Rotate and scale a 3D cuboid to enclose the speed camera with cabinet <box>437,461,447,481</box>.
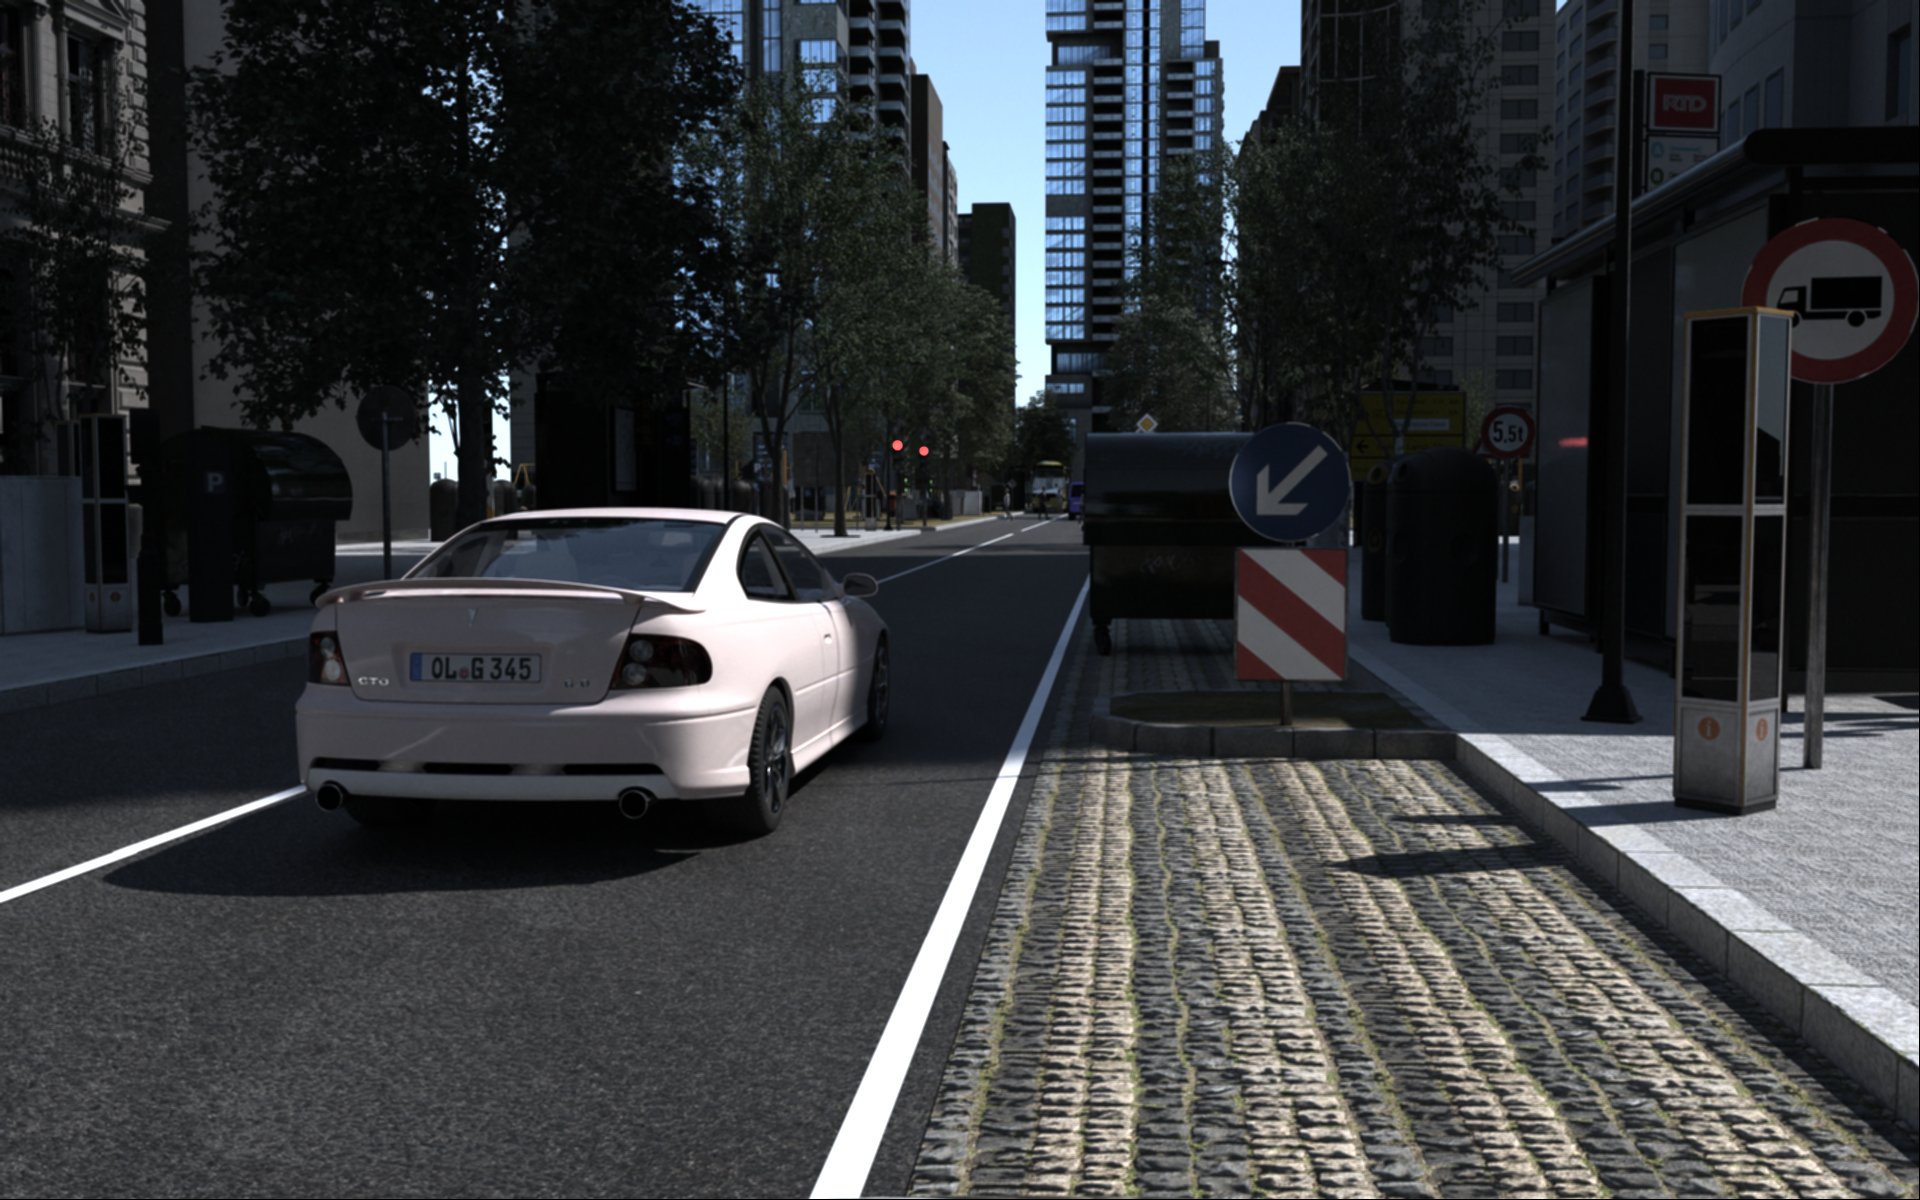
[{"bbox_3d":[-30.595,-6.758,104.822,0.660,3.252,2.038,3,5,43],"label":"speed camera with cabinet"}]

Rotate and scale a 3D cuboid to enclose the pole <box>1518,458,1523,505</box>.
[{"bbox_3d":[28.106,-5.693,86.931,0.158,3.312,0.155,0,3,0],"label":"pole"}]

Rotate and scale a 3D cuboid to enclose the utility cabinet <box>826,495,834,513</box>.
[{"bbox_3d":[-8.665,-6.529,117.909,1.020,1.237,0.306,2,4,35],"label":"utility cabinet"}]

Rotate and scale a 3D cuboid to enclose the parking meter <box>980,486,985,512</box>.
[{"bbox_3d":[1.576,-7.160,122.769,0.399,1.863,0.255,3,5,42],"label":"parking meter"}]

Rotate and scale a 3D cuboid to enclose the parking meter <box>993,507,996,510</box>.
[{"bbox_3d":[2.680,-7.962,138.585,0.372,1.533,0.369,0,3,0],"label":"parking meter"}]

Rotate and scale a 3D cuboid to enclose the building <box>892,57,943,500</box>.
[{"bbox_3d":[-9.409,-32.566,182.561,14.600,45.320,14.200,0,4,5],"label":"building"}]

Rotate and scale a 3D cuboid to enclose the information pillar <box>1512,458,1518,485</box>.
[{"bbox_3d":[33.272,-6.863,103.559,0.504,3.616,0.183,0,4,-3],"label":"information pillar"}]

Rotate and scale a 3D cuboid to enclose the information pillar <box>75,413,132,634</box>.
[{"bbox_3d":[-7.883,-0.703,15.980,0.304,2.012,0.304,3,4,38],"label":"information pillar"}]

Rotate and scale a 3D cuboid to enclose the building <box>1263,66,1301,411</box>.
[{"bbox_3d":[42.452,-31.865,175.610,22.147,44.769,28.867,0,4,5],"label":"building"}]

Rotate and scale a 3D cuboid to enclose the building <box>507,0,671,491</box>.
[{"bbox_3d":[-39.312,-46.694,201.692,20.611,71.187,20.563,0,4,5],"label":"building"}]

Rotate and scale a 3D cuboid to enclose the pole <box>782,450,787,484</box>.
[{"bbox_3d":[-8.103,-5.272,80.039,0.158,3.312,0.155,0,3,0],"label":"pole"}]

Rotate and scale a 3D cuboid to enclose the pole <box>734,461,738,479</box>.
[{"bbox_3d":[-13.796,-6.906,106.763,0.158,3.312,0.155,0,3,0],"label":"pole"}]

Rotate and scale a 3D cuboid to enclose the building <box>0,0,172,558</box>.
[{"bbox_3d":[-22.185,-12.069,26.200,11.050,23.489,19.941,0,4,5],"label":"building"}]

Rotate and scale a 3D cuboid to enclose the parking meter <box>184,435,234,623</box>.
[{"bbox_3d":[-7.520,-0.714,17.382,0.255,1.863,0.399,3,4,37],"label":"parking meter"}]

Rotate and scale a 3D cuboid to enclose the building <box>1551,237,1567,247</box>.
[{"bbox_3d":[60.383,-25.994,196.711,14.107,30.474,14.160,0,4,5],"label":"building"}]

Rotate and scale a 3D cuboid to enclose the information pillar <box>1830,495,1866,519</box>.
[{"bbox_3d":[8.656,-0.758,16.892,0.304,2.012,0.304,2,4,31],"label":"information pillar"}]

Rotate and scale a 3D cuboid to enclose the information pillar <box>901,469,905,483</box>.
[{"bbox_3d":[-4.494,-8.856,136.157,0.183,3.616,0.504,-3,5,-44],"label":"information pillar"}]

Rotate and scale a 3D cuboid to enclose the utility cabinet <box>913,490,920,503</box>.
[{"bbox_3d":[-2.449,-5.394,96.864,0.318,1.500,1.173,0,4,-7],"label":"utility cabinet"}]

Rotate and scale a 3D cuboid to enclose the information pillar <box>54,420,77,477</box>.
[{"bbox_3d":[-8.835,-0.789,17.393,0.304,2.012,0.304,2,4,35],"label":"information pillar"}]

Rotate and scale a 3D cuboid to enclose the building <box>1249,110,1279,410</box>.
[{"bbox_3d":[40.523,-33.490,197.669,14.600,45.320,14.200,0,4,5],"label":"building"}]

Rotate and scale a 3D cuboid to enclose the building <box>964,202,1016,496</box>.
[{"bbox_3d":[0.615,-34.361,245.396,14.086,41.232,14.154,0,4,5],"label":"building"}]

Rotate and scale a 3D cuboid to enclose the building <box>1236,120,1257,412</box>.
[{"bbox_3d":[53.452,-40.247,247.277,27.495,52.752,28.713,0,4,5],"label":"building"}]

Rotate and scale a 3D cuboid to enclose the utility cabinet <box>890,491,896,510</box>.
[{"bbox_3d":[-4.340,-6.489,114.771,0.318,1.500,1.173,-2,4,-25],"label":"utility cabinet"}]

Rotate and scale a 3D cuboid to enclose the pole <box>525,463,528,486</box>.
[{"bbox_3d":[-28.612,-7.373,114.398,0.158,3.312,0.155,0,3,0],"label":"pole"}]

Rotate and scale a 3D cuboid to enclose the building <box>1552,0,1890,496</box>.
[{"bbox_3d":[81.593,-39.629,189.933,28.212,58.520,21.231,0,4,5],"label":"building"}]

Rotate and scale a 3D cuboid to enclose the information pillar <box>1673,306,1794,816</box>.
[{"bbox_3d":[3.132,-0.155,7.029,0.304,2.012,0.304,-3,4,-38],"label":"information pillar"}]

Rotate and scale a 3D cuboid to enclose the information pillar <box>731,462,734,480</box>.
[{"bbox_3d":[-16.680,-8.299,127.048,0.183,3.616,0.504,0,4,5],"label":"information pillar"}]

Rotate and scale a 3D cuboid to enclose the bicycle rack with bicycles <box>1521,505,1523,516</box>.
[{"bbox_3d":[18.377,-2.774,58.736,2.852,0.926,2.925,3,5,39],"label":"bicycle rack with bicycles"}]

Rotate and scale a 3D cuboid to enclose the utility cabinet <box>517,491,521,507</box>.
[{"bbox_3d":[-28.983,-6.384,113.054,1.173,1.500,0.318,2,4,29],"label":"utility cabinet"}]

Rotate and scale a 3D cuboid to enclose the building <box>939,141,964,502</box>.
[{"bbox_3d":[-7.540,-31.760,202.874,14.086,41.232,14.154,0,4,5],"label":"building"}]

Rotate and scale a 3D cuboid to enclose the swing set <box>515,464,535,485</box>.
[{"bbox_3d":[-21.769,-5.657,90.105,3.119,2.851,2.862,2,4,26],"label":"swing set"}]

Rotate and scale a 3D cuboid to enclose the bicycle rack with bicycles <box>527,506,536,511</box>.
[{"bbox_3d":[-13.551,-2.465,53.689,2.852,0.926,2.925,0,4,-3],"label":"bicycle rack with bicycles"}]

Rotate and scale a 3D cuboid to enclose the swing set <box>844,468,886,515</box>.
[{"bbox_3d":[-5.570,-6.407,102.368,2.862,2.851,3.119,1,4,11],"label":"swing set"}]

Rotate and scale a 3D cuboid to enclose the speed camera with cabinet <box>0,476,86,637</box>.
[{"bbox_3d":[-8.874,-1.294,15.493,0.660,3.252,2.038,1,4,22],"label":"speed camera with cabinet"}]

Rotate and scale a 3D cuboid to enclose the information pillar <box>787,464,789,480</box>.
[{"bbox_3d":[-13.218,-8.669,133.099,0.183,3.616,0.504,0,4,6],"label":"information pillar"}]

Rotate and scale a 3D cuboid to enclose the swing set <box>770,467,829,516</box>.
[{"bbox_3d":[-9.756,-6.374,101.841,3.119,2.851,2.862,3,4,36],"label":"swing set"}]

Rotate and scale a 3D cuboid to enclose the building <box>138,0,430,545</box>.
[{"bbox_3d":[-27.373,-15.325,44.064,24.014,27.812,14.314,0,4,5],"label":"building"}]

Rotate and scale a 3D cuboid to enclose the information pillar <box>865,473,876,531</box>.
[{"bbox_3d":[-3.114,-3.420,60.401,0.304,2.012,0.304,2,4,23],"label":"information pillar"}]

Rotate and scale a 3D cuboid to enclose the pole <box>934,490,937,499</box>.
[{"bbox_3d":[-1.592,-7.236,112.146,0.158,3.312,0.155,0,3,0],"label":"pole"}]

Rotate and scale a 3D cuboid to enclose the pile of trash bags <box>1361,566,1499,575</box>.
[{"bbox_3d":[8.115,-1.178,29.005,1.912,1.369,3.447,0,4,-7],"label":"pile of trash bags"}]

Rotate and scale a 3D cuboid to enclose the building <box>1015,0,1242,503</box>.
[{"bbox_3d":[24.059,-57.090,246.096,31.000,86.520,22.319,0,4,5],"label":"building"}]

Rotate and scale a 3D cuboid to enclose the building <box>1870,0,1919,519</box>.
[{"bbox_3d":[25.918,-29.941,31.535,21.231,58.520,28.212,0,4,5],"label":"building"}]

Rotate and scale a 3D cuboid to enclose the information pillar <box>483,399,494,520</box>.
[{"bbox_3d":[-11.358,-3.055,41.306,0.504,3.616,0.183,0,4,-2],"label":"information pillar"}]

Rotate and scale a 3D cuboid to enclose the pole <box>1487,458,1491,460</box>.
[{"bbox_3d":[27.369,-5.865,89.732,0.158,3.312,0.155,0,3,0],"label":"pole"}]

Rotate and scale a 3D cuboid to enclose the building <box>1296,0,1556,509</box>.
[{"bbox_3d":[38.642,-43.554,150.360,20.563,71.187,20.611,0,4,5],"label":"building"}]

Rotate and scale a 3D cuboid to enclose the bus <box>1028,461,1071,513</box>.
[{"bbox_3d":[6.986,-8.613,132.365,2.896,3.916,12.252,0,4,6],"label":"bus"}]

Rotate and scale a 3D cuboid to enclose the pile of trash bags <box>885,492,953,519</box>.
[{"bbox_3d":[-2.175,-4.878,89.501,3.447,1.369,1.912,-1,4,-16],"label":"pile of trash bags"}]

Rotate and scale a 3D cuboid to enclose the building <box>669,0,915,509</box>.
[{"bbox_3d":[-15.177,-51.775,159.190,22.319,86.520,31.000,0,4,5],"label":"building"}]
